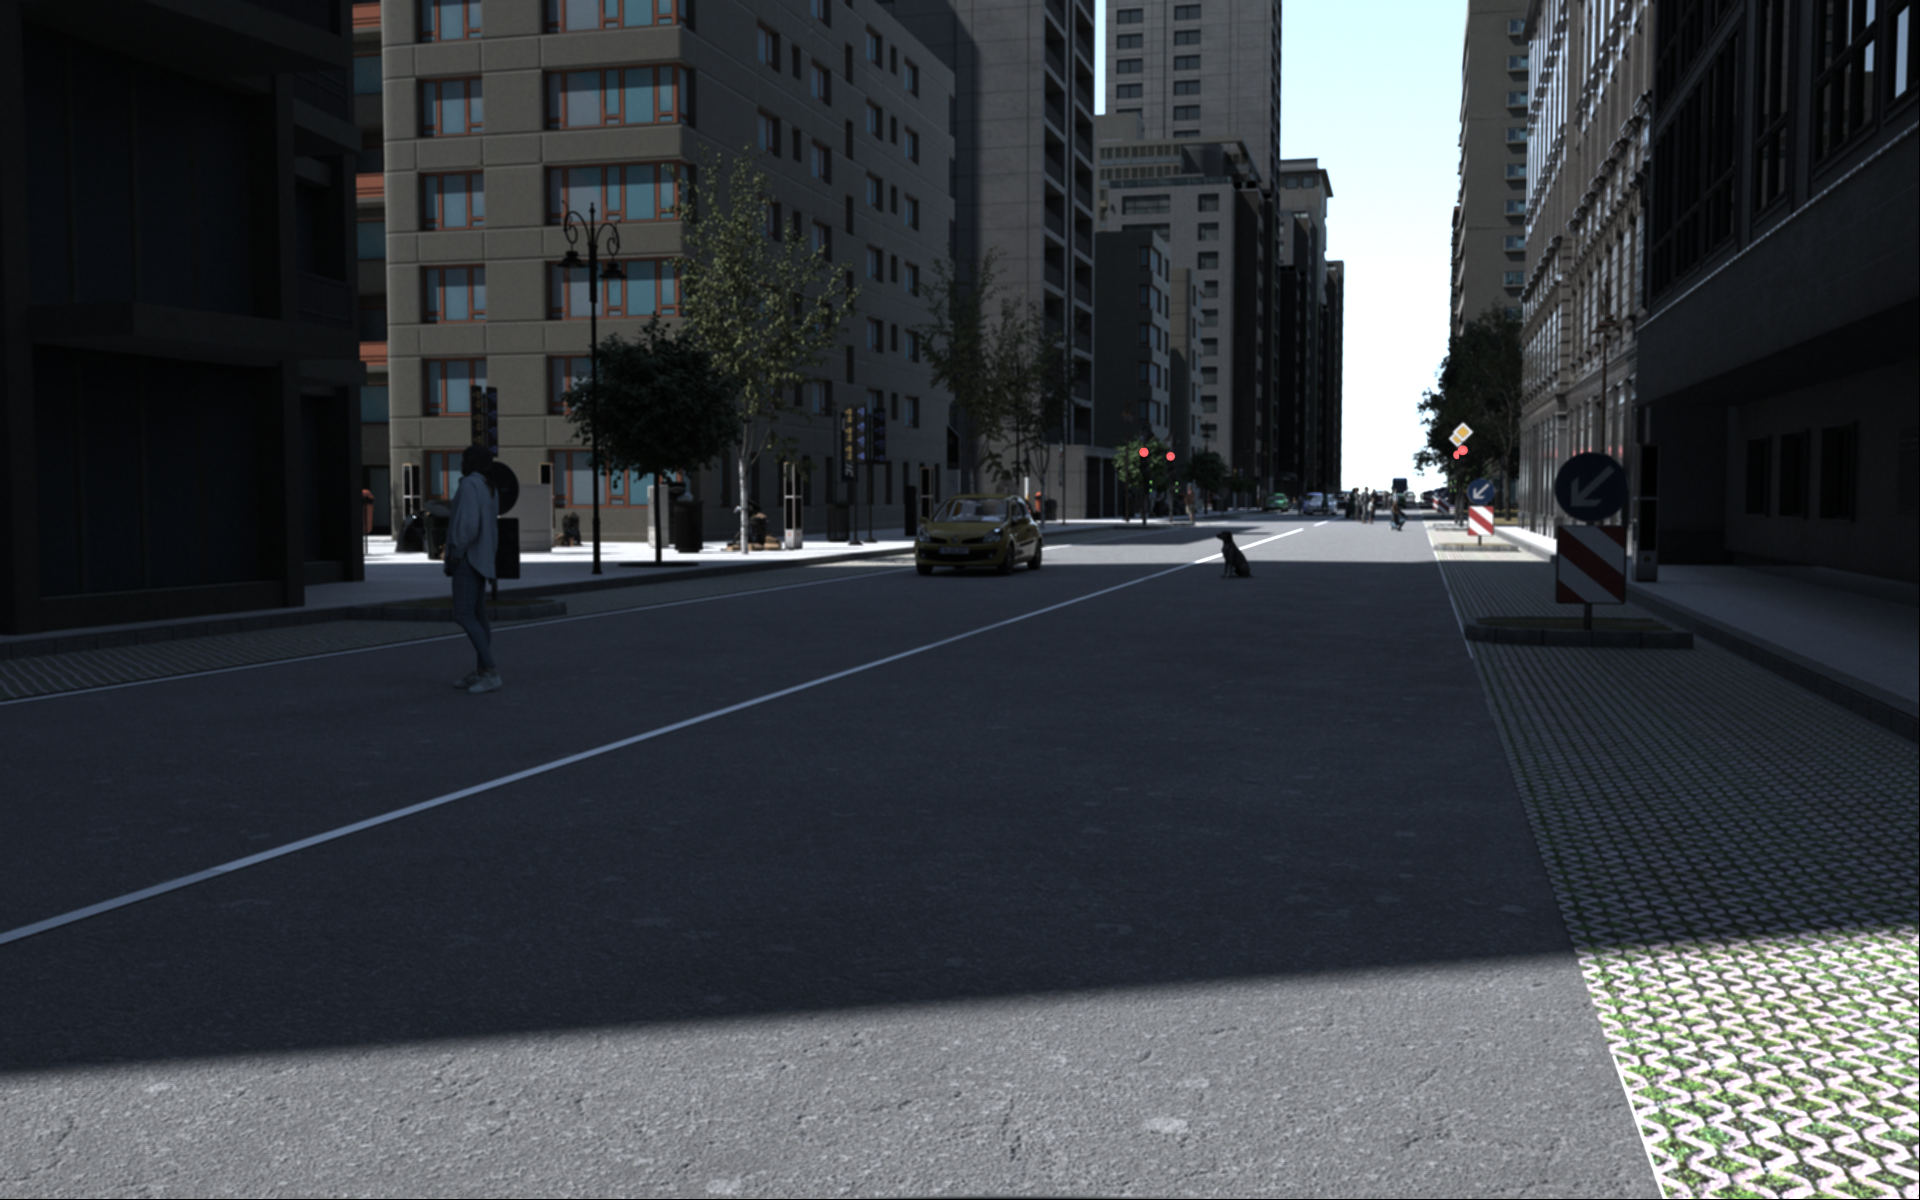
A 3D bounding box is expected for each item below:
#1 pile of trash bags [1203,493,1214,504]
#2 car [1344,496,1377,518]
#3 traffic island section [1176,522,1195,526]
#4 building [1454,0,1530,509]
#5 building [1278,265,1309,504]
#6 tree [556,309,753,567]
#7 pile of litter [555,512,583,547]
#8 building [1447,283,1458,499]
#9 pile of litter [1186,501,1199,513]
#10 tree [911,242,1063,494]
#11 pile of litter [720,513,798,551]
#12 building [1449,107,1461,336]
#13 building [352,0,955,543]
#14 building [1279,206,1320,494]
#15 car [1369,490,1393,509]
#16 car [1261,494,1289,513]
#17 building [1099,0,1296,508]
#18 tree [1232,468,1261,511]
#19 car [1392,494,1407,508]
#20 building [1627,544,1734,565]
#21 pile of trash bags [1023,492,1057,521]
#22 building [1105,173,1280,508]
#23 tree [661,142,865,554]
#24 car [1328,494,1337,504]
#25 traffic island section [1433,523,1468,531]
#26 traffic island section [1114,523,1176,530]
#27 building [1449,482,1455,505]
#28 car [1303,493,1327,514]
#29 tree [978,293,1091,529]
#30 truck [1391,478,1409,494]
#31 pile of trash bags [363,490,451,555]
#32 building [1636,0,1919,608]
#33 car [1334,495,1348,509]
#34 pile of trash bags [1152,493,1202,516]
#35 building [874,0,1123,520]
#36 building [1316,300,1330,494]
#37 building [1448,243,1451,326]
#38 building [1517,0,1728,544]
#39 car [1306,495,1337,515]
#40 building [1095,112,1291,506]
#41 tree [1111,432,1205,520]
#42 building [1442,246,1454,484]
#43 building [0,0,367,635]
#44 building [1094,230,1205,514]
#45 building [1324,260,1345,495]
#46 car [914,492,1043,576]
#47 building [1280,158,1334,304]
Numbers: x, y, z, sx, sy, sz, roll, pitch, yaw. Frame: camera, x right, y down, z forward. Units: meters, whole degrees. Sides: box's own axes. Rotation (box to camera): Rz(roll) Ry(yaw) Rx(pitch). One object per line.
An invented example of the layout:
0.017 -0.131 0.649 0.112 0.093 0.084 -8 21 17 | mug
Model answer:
19.943 -8.300 145.453 3.447 1.369 1.912 3 5 40 | pile of trash bags
24.149 -5.623 104.521 1.945 1.354 3.894 1 4 13 | car
9.548 -3.442 78.552 2.009 0.180 2.903 1 4 15 | traffic island section
56.037 -32.509 155.217 21.300 48.544 21.600 1 4 15 | building
36.074 -27.255 217.326 14.160 30.474 14.107 1 4 15 | building
-5.463 -2.896 31.065 4.285 4.588 4.351 0 3 0 | tree
-9.881 -1.768 42.866 1.176 0.858 1.719 0 4 1 | pile of litter
73.569 -28.332 234.933 14.160 30.474 14.107 1 4 15 | building
15.723 -6.464 119.652 1.176 0.858 1.719 -3 4 -38 | pile of litter
0.567 -6.164 51.150 4.737 8.622 4.395 0 3 0 | tree
-4.557 -1.557 39.425 1.719 0.858 1.176 0 4 6 | pile of litter
63.022 -32.129 179.930 22.147 44.769 28.867 1 4 15 | building
-17.690 -13.264 61.904 28.899 21.520 27.650 1 4 15 | building
42.266 -34.085 240.881 14.154 41.232 14.086 1 4 15 | building
40.734 -9.720 167.599 2.281 1.827 5.304 1 4 15 | car
24.502 -7.698 134.666 1.959 1.807 4.718 1 4 16 | car
28.536 -46.599 200.142 20.563 71.187 20.611 1 4 15 | building
23.951 -9.147 144.159 1.663 3.219 1.824 0 3 0 | tree
44.033 -10.132 174.452 1.959 1.807 4.718 1 4 15 | car
19.243 -11.570 38.321 9.793 20.994 18.267 1 4 15 | building
3.688 -4.447 82.463 1.912 1.369 3.447 0 4 -3 | pile of trash bags
21.492 -23.761 160.186 14.160 30.474 14.107 1 4 15 | building
-4.436 -5.268 36.486 4.737 8.622 4.395 0 3 0 | tree
33.128 -8.840 156.534 2.014 1.417 4.499 1 4 16 | car
21.632 -3.248 75.392 2.009 0.180 2.903 1 4 15 | traffic island section
7.524 -2.969 70.827 2.009 0.180 2.903 1 4 15 | traffic island section
75.048 -31.375 204.857 32.217 40.220 23.993 1 4 15 | building
25.945 -7.152 126.529 1.945 1.707 3.694 1 4 13 | car
2.919 -6.937 63.783 4.360 8.622 3.978 0 3 0 | tree
70.695 -17.688 278.956 2.967 4.110 18.799 1 4 16 | truck
-11.713 -1.718 37.841 3.447 1.369 1.912 -3 5 -42 | pile of trash bags
15.868 -13.674 17.073 14.314 27.812 24.014 1 4 15 | building
36.660 -9.505 167.980 1.945 1.354 3.894 1 4 16 | car
12.700 -5.696 102.886 1.912 1.369 3.447 2 4 28 | pile of trash bags
-1.094 -40.277 96.788 20.563 71.187 20.611 1 4 15 | building
46.913 -29.584 255.397 14.160 30.474 14.107 1 4 15 | building
83.233 -36.673 254.225 22.147 44.769 28.867 1 4 15 | building
23.659 -12.652 56.014 9.793 20.994 18.267 1 4 15 | building
24.799 -6.499 118.612 2.083 1.381 4.827 1 4 15 | car
17.991 -29.905 180.831 32.217 40.220 23.993 1 4 15 | building
9.294 -6.374 87.927 4.285 4.588 4.351 0 3 0 | tree
91.654 -40.581 283.103 23.786 49.044 30.456 1 4 15 | building
-18.902 -21.909 12.835 22.147 44.769 28.867 1 4 15 | building
2.886 -17.494 131.059 27.650 21.520 28.899 1 4 15 | building
57.995 -37.455 295.983 14.154 41.232 14.086 1 4 15 | building
0.369 -1.321 31.824 2.015 1.641 3.980 1 4 14 | car
44.297 -42.062 276.949 28.713 52.752 27.495 1 4 15 | building
